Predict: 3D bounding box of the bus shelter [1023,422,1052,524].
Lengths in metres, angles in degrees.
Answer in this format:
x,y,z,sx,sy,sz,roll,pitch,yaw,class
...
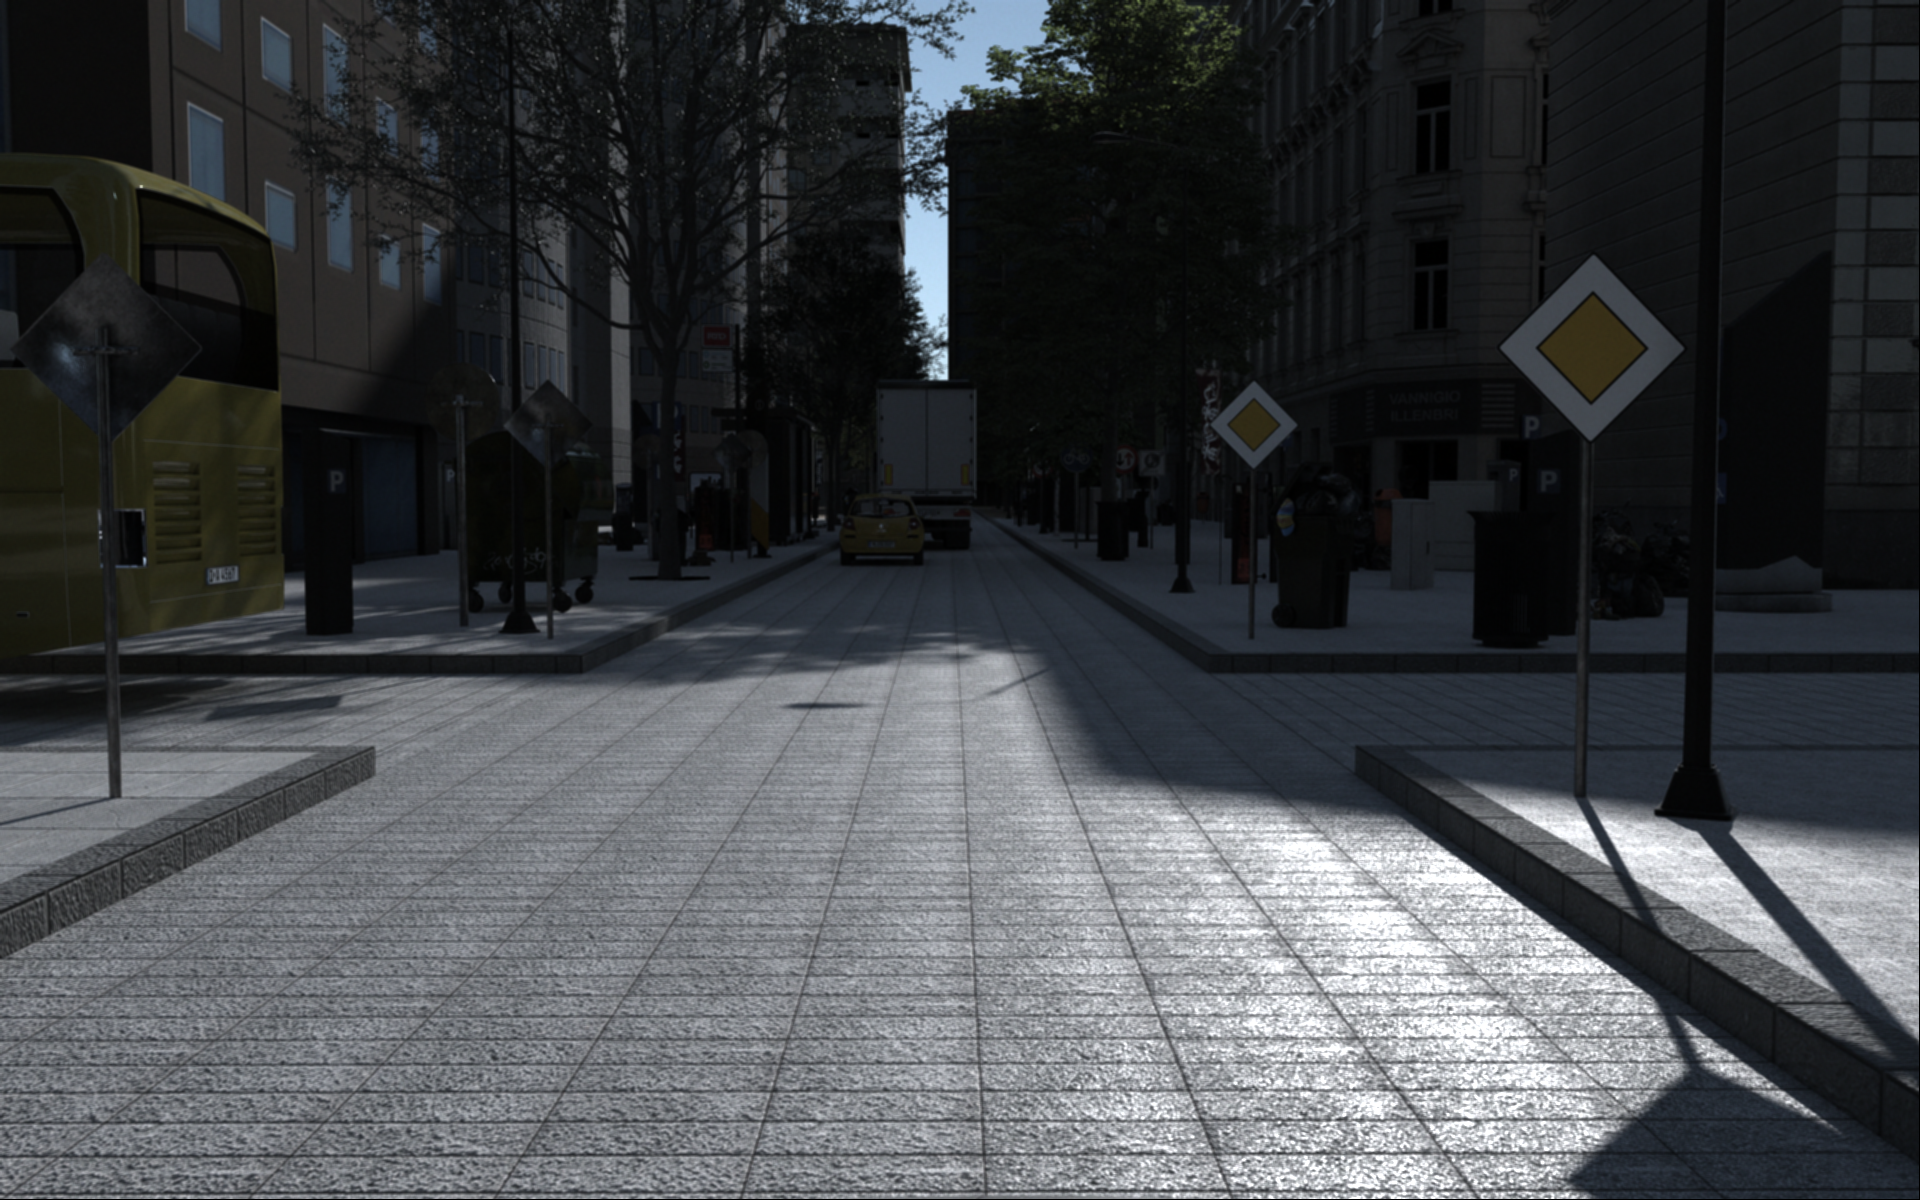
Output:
x,y,z,sx,sy,sz,roll,pitch,yaw,class
4.026,-6.181,78.697,2.179,5.291,8.768,0,4,0,bus shelter

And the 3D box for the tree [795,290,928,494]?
x,y,z,sx,sy,sz,roll,pitch,yaw,class
-4.818,-10.511,89.978,7.486,12.596,7.792,0,3,0,tree

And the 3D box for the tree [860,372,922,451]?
x,y,z,sx,sy,sz,roll,pitch,yaw,class
-4.947,-12.789,134.847,9.928,11.665,9.643,0,3,0,tree

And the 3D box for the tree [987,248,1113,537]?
x,y,z,sx,sy,sz,roll,pitch,yaw,class
2.872,-6.236,52.315,4.737,8.622,4.395,0,3,0,tree

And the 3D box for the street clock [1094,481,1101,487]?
x,y,z,sx,sy,sz,roll,pitch,yaw,class
6.769,-5.008,86.457,0.471,2.002,0.358,-2,4,-32,street clock

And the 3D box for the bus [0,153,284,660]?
x,y,z,sx,sy,sz,roll,pitch,yaw,class
-11.209,-1.239,11.811,12.252,3.916,2.896,0,4,-1,bus

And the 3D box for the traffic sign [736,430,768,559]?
x,y,z,sx,sy,sz,roll,pitch,yaw,class
-4.178,-2.091,34.296,0.768,2.556,0.104,1,4,9,traffic sign

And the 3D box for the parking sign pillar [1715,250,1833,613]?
x,y,z,sx,sy,sz,roll,pitch,yaw,class
8.946,-1.882,19.243,1.447,3.967,1.447,-1,4,-17,parking sign pillar

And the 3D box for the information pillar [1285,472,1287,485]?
x,y,z,sx,sy,sz,roll,pitch,yaw,class
10.978,-3.236,57.407,0.304,2.012,0.304,-2,4,-26,information pillar

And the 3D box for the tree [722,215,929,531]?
x,y,z,sx,sy,sz,roll,pitch,yaw,class
-4.639,-7.618,58.969,8.767,10.594,7.601,2,4,31,tree

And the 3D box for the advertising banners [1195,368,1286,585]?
x,y,z,sx,sy,sz,roll,pitch,yaw,class
4.082,-1.740,24.641,2.074,3.025,0.090,-3,4,-36,advertising banners

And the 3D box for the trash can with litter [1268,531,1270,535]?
x,y,z,sx,sy,sz,roll,pitch,yaw,class
9.974,-2.667,54.655,1.678,1.210,2.233,-2,4,-33,trash can with litter

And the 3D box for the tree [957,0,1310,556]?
x,y,z,sx,sy,sz,roll,pitch,yaw,class
3.491,-7.194,35.752,7.486,12.596,7.792,0,3,0,tree

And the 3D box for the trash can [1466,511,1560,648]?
x,y,z,sx,sy,sz,roll,pitch,yaw,class
4.640,-0.179,14.575,0.748,1.137,0.748,0,3,0,trash can

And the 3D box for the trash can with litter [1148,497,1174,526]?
x,y,z,sx,sy,sz,roll,pitch,yaw,class
8.130,-3.584,69.986,1.055,1.170,0.624,1,4,12,trash can with litter

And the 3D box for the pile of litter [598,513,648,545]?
x,y,z,sx,sy,sz,roll,pitch,yaw,class
-8.732,-1.829,43.863,1.719,0.858,1.176,-1,4,-15,pile of litter

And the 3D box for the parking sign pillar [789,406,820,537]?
x,y,z,sx,sy,sz,roll,pitch,yaw,class
-4.985,-3.911,52.416,1.447,3.967,1.447,-2,4,-26,parking sign pillar

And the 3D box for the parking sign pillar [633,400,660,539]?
x,y,z,sx,sy,sz,roll,pitch,yaw,class
-8.973,-3.773,50.167,1.447,3.967,1.447,1,4,17,parking sign pillar

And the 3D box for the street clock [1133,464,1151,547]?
x,y,z,sx,sy,sz,roll,pitch,yaw,class
4.415,-2.275,41.765,0.358,2.002,0.471,-3,5,-45,street clock

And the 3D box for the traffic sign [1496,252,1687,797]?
x,y,z,sx,sy,sz,roll,pitch,yaw,class
2.627,-0.223,7.281,0.795,2.450,0.064,0,4,0,traffic sign

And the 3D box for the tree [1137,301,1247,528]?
x,y,z,sx,sy,sz,roll,pitch,yaw,class
8.575,-6.981,64.499,4.360,8.622,3.978,0,3,0,tree

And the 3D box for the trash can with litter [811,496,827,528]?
x,y,z,sx,sy,sz,roll,pitch,yaw,class
-5.621,-3.332,65.528,1.678,1.210,2.233,0,3,0,trash can with litter

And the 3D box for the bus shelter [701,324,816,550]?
x,y,z,sx,sy,sz,roll,pitch,yaw,class
-5.038,-4.035,43.608,2.179,5.291,8.768,0,4,-1,bus shelter

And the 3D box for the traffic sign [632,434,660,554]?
x,y,z,sx,sy,sz,roll,pitch,yaw,class
-6.605,-2.245,36.805,0.768,2.556,0.104,0,4,6,traffic sign

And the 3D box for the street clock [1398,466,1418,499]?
x,y,z,sx,sy,sz,roll,pitch,yaw,class
11.455,-2.432,44.341,0.471,2.002,0.358,-2,4,-32,street clock

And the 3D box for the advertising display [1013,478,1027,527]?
x,y,z,sx,sy,sz,roll,pitch,yaw,class
2.533,-4.148,73.033,0.123,1.923,0.974,2,4,32,advertising display

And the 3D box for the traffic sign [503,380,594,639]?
x,y,z,sx,sy,sz,roll,pitch,yaw,class
-3.618,-0.710,15.247,0.795,2.450,0.064,0,4,0,traffic sign

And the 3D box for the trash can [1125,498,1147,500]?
x,y,z,sx,sy,sz,roll,pitch,yaw,class
6.020,-2.908,59.202,0.748,1.137,0.748,0,3,0,trash can

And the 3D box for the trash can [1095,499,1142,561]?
x,y,z,sx,sy,sz,roll,pitch,yaw,class
2.959,-1.332,33.433,0.748,1.137,0.748,0,3,0,trash can

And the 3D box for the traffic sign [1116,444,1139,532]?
x,y,z,sx,sy,sz,roll,pitch,yaw,class
4.196,-2.704,44.318,0.768,2.556,0.104,0,4,3,traffic sign

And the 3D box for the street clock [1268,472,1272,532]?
x,y,z,sx,sy,sz,roll,pitch,yaw,class
10.244,-3.246,57.635,0.358,2.002,0.471,0,4,2,street clock

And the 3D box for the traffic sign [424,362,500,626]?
x,y,z,sx,sy,sz,roll,pitch,yaw,class
-4.815,-1.017,16.737,0.768,2.556,0.104,0,4,7,traffic sign

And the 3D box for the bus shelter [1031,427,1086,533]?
x,y,z,sx,sy,sz,roll,pitch,yaw,class
3.453,-4.228,60.411,1.731,3.624,6.357,0,4,0,bus shelter

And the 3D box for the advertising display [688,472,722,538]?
x,y,z,sx,sy,sz,roll,pitch,yaw,class
-7.369,-2.751,50.189,0.974,1.923,0.123,-1,4,-18,advertising display

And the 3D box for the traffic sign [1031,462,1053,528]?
x,y,z,sx,sy,sz,roll,pitch,yaw,class
2.696,-3.476,56.935,0.768,2.556,0.104,0,4,2,traffic sign

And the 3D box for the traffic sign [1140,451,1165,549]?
x,y,z,sx,sy,sz,roll,pitch,yaw,class
4.478,-2.343,40.430,0.606,2.300,0.079,0,4,3,traffic sign

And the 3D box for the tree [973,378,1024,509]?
x,y,z,sx,sy,sz,roll,pitch,yaw,class
3.233,-13.690,149.593,9.928,11.665,9.643,0,3,0,tree

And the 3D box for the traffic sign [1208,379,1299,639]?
x,y,z,sx,sy,sz,roll,pitch,yaw,class
2.576,-0.711,15.266,0.795,2.450,0.064,0,4,0,traffic sign

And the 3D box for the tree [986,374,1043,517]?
x,y,z,sx,sy,sz,roll,pitch,yaw,class
3.597,-8.896,95.819,4.360,8.622,3.978,0,3,0,tree

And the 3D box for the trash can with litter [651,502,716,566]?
x,y,z,sx,sy,sz,roll,pitch,yaw,class
-4.935,-1.193,30.895,1.055,1.170,0.624,-2,4,-35,trash can with litter

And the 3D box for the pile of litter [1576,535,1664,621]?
x,y,z,sx,sy,sz,roll,pitch,yaw,class
6.653,-0.255,18.139,1.719,0.858,1.176,-1,4,-21,pile of litter

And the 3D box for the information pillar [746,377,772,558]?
x,y,z,sx,sy,sz,roll,pitch,yaw,class
-4.060,-2.659,34.828,0.504,3.616,0.183,2,4,27,information pillar

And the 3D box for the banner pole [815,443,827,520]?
x,y,z,sx,sy,sz,roll,pitch,yaw,class
-6.715,-5.764,84.264,0.863,3.779,0.401,2,4,30,banner pole

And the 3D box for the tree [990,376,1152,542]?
x,y,z,sx,sy,sz,roll,pitch,yaw,class
3.540,-3.876,47.089,4.285,4.588,4.351,0,3,0,tree

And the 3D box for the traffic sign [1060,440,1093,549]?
x,y,z,sx,sy,sz,roll,pitch,yaw,class
2.734,-2.480,40.659,0.768,2.556,0.104,0,4,4,traffic sign

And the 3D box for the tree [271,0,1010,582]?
x,y,z,sx,sy,sz,roll,pitch,yaw,class
-4.393,-7.051,25.654,12.009,13.543,11.850,0,3,0,tree

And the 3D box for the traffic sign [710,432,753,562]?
x,y,z,sx,sy,sz,roll,pitch,yaw,class
-4.273,-1.910,32.422,0.795,2.450,0.064,0,4,1,traffic sign

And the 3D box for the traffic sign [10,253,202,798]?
x,y,z,sx,sy,sz,roll,pitch,yaw,class
-3.567,-0.221,7.262,0.795,2.450,0.064,0,4,0,traffic sign

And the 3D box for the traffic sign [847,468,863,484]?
x,y,z,sx,sy,sz,roll,pitch,yaw,class
-5.132,-5.160,84.469,0.768,2.556,0.104,0,4,1,traffic sign
